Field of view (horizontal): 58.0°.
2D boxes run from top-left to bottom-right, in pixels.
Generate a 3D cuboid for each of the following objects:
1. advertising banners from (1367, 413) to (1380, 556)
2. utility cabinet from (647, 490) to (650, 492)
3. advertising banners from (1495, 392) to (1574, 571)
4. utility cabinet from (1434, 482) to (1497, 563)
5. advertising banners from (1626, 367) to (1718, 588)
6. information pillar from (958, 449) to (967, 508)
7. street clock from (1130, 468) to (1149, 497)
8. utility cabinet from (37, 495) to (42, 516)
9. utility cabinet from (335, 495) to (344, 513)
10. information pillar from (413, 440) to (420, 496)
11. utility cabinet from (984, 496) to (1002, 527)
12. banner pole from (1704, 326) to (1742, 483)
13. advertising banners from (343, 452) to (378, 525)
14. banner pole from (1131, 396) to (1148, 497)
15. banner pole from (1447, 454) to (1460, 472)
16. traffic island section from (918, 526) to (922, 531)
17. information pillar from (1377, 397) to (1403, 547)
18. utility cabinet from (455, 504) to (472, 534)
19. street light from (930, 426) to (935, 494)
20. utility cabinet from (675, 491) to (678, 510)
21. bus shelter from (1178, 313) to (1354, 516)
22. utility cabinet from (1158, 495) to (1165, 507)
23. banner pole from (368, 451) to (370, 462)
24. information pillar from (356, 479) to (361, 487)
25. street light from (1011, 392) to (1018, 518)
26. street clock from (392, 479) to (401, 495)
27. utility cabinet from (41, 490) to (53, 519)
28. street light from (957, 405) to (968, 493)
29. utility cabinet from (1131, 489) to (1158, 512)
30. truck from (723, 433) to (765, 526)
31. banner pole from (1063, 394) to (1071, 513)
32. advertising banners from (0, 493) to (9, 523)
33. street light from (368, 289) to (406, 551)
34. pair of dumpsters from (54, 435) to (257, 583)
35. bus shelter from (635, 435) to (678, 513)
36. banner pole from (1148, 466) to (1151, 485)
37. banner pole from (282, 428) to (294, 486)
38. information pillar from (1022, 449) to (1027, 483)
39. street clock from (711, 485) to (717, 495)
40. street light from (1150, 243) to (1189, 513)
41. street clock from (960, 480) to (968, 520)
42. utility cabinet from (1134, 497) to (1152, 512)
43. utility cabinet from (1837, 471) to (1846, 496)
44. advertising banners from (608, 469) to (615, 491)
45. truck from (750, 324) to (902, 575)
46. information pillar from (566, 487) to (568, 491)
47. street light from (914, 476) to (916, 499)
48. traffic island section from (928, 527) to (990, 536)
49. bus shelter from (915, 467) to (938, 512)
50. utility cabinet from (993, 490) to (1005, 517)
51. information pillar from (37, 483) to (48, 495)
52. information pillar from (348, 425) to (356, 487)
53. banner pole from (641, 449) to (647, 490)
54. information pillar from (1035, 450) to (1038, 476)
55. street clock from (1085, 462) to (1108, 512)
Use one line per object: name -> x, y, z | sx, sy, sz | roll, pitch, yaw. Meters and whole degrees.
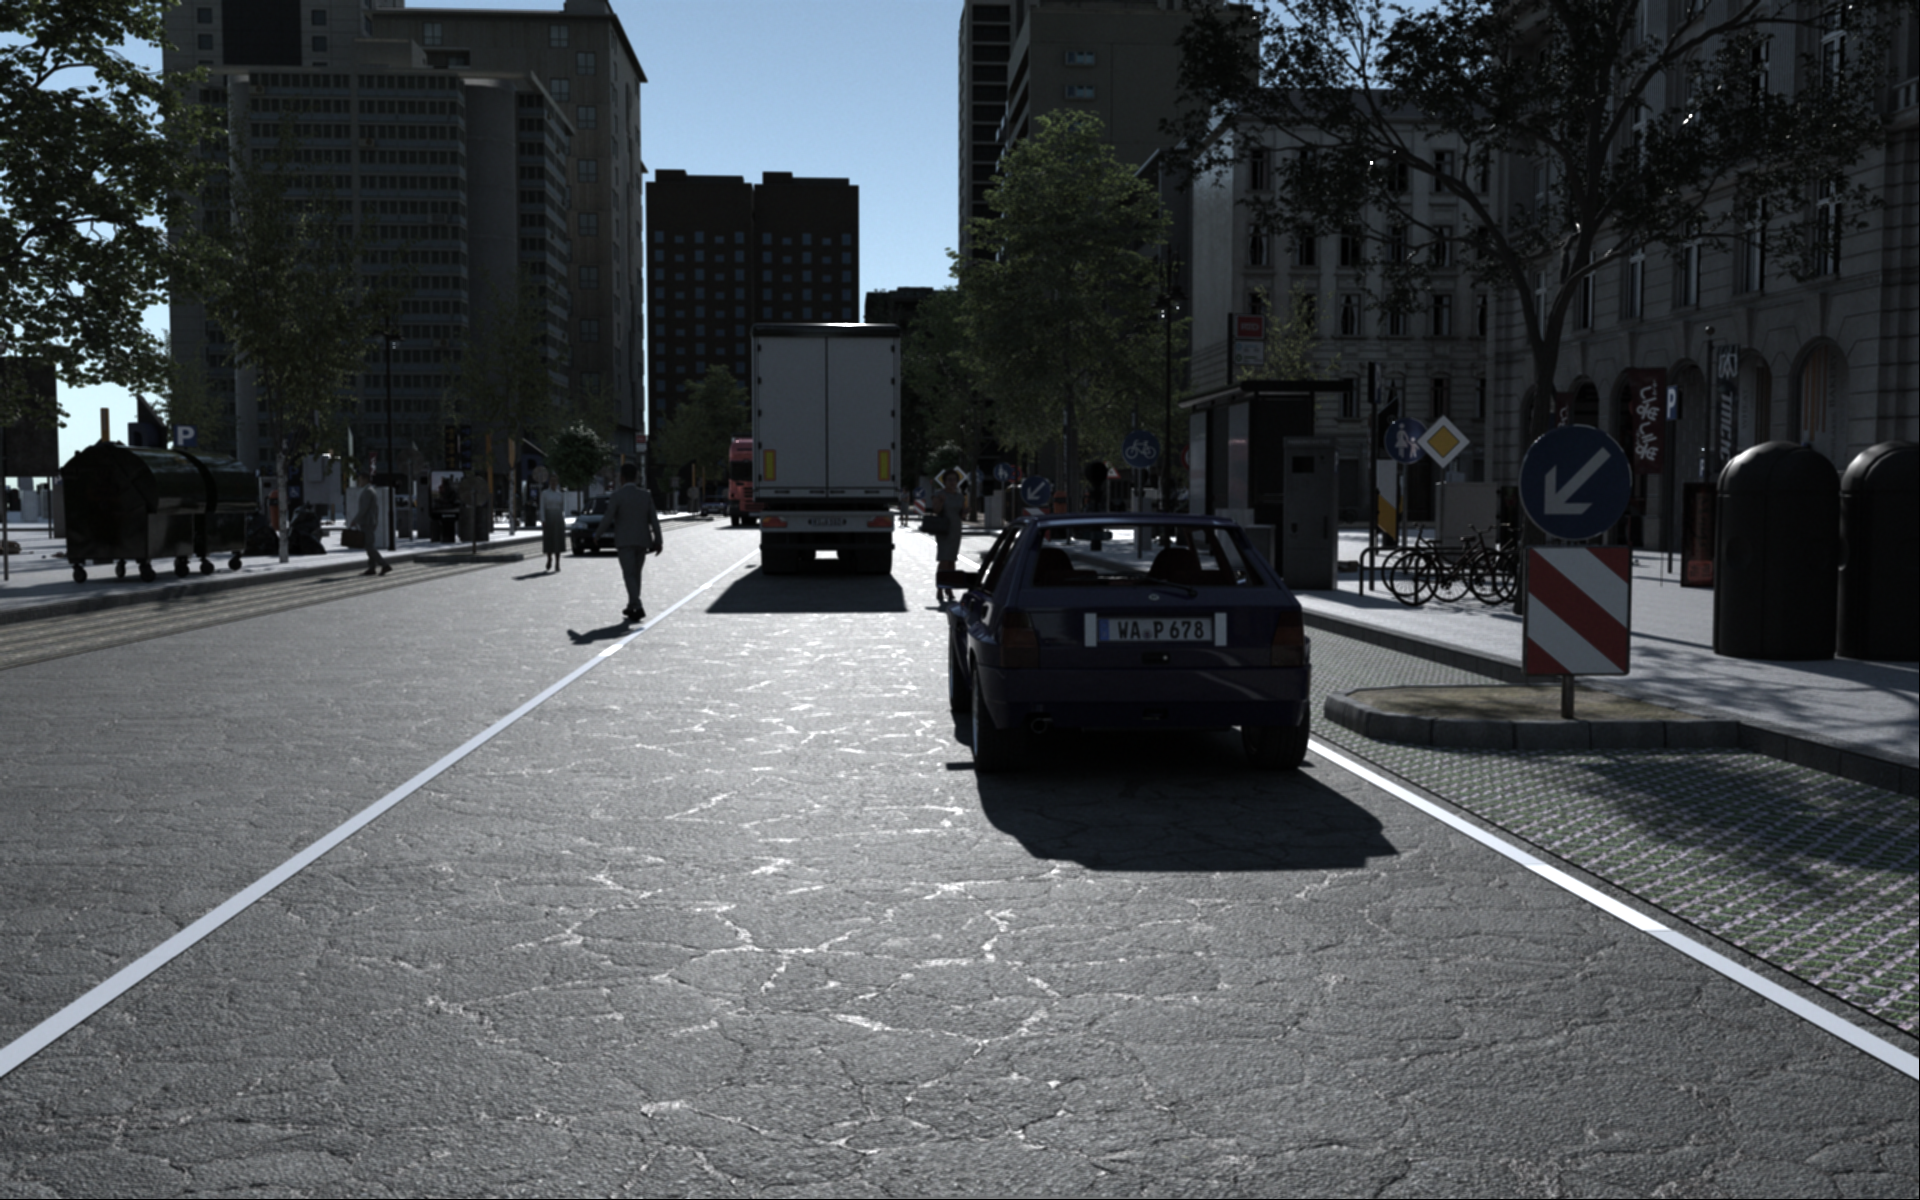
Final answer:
advertising banners -> 8.798, -2.490, 36.898 | 0.090, 3.025, 2.074 | 0, 4, 8
utility cabinet -> -18.148, -5.466, 98.053 | 1.173, 1.500, 0.318 | 0, 4, 6
advertising banners -> 9.744, -2.025, 29.292 | 2.074, 3.025, 0.090 | -3, 4, -37
utility cabinet -> 9.391, -1.437, 32.180 | 1.173, 1.500, 0.318 | -1, 4, -22
advertising banners -> 10.209, -1.685, 23.744 | 2.074, 3.025, 0.090 | 1, 4, 21
information pillar -> 0.130, -6.004, 89.521 | 0.504, 3.616, 0.183 | -1, 4, -18
street clock -> 4.789, -2.547, 46.214 | 0.471, 2.002, 0.358 | 1, 4, 14
utility cabinet -> -53.215, -5.422, 99.812 | 1.020, 1.237, 0.306 | 2, 4, 31
utility cabinet -> -42.050, -6.526, 117.854 | 1.020, 1.237, 0.306 | 1, 4, 17
information pillar -> -23.412, -5.094, 74.634 | 0.183, 3.616, 0.504 | -3, 5, -45
utility cabinet -> 1.294, -3.482, 68.089 | 0.306, 1.237, 1.020 | 2, 4, 27
banner pole -> 11.274, -2.186, 25.762 | 0.401, 3.779, 0.863 | -1, 4, -17
advertising banners -> -24.492, -4.567, 70.850 | 0.090, 3.025, 2.074 | 1, 4, 22
banner pole -> 4.475, -3.331, 44.483 | 0.401, 3.779, 0.863 | 0, 4, -5
banner pole -> 22.511, -5.456, 79.220 | 0.863, 3.779, 0.401 | -1, 4, -21
traffic island section -> -0.618, -2.821, 68.409 | 2.009, 0.180, 2.903 | 0, 4, -4
information pillar -> 10.275, -3.075, 41.639 | 0.504, 3.616, 0.183 | 0, 4, -7
utility cabinet -> -15.941, -2.757, 56.238 | 1.020, 1.237, 0.306 | 0, 4, -2
street light -> -1.790, -8.712, 115.227 | 0.468, 5.910, 1.993 | 0, 4, -4
utility cabinet -> -21.873, -7.703, 134.627 | 0.318, 1.500, 1.173 | -2, 4, -31
bus shelter -> 5.913, -3.578, 36.137 | 2.179, 5.291, 8.768 | 0, 4, -4
utility cabinet -> 10.118, -4.740, 88.658 | 0.306, 1.237, 1.020 | -3, 4, -38
banner pole -> -34.439, -6.815, 101.444 | 0.401, 3.779, 0.863 | 1, 4, 12
information pillar -> -27.278, -4.545, 78.810 | 0.304, 2.012, 0.304 | 2, 4, 35
street light -> 1.950, -5.327, 59.879 | 0.468, 5.910, 1.993 | 0, 4, -4
street clock -> -27.842, -4.953, 85.551 | 0.471, 2.002, 0.358 | -1, 4, -12
utility cabinet -> -46.836, -4.949, 89.595 | 1.173, 1.500, 0.318 | -3, 4, -38
street light -> 0.117, -7.026, 87.656 | 0.468, 5.910, 1.993 | 0, 4, -4
utility cabinet -> 7.600, -3.831, 71.314 | 1.173, 1.500, 0.318 | 3, 5, 44
truck -> -9.291, -5.653, 81.337 | 2.839, 4.237, 11.283 | 0, 4, -3
banner pole -> 2.681, -3.277, 43.591 | 0.401, 3.779, 0.863 | -1, 4, -9
advertising banners -> -43.259, -4.916, 76.559 | 2.074, 3.025, 0.090 | -2, 4, -25
street light -> -12.892, -4.057, 39.116 | 0.468, 5.910, 1.993 | 0, 4, -4
pair of dumpsters -> -12.430, -1.497, 26.962 | 1.574, 2.255, 4.437 | 0, 4, -4
bus shelter -> -21.107, -8.728, 120.342 | 2.179, 5.291, 8.768 | 0, 4, -4
banner pole -> 6.523, -4.335, 60.892 | 0.401, 3.779, 0.863 | -1, 4, -19
banner pole -> -25.638, -4.657, 66.155 | 0.863, 3.779, 0.401 | 0, 4, 6
information pillar -> 3.327, -5.996, 89.382 | 0.183, 3.616, 0.504 | -1, 4, -21
street clock -> -20.098, -8.374, 141.476 | 0.358, 2.002, 0.471 | 2, 4, 29
street light -> 3.861, -3.628, 32.111 | 0.468, 5.910, 1.993 | 0, 4, -4
street clock -> 0.170, -4.944, 85.402 | 0.358, 2.002, 0.471 | 2, 4, 28
utility cabinet -> 4.201, -1.748, 39.740 | 0.306, 1.237, 1.020 | 0, 4, -2
utility cabinet -> 8.161, -0.513, 17.062 | 0.318, 1.500, 1.173 | -1, 4, -17
advertising banners -> -18.161, -5.955, 93.549 | 2.074, 3.025, 0.090 | 0, 4, 7
truck -> -2.652, -2.770, 34.196 | 2.839, 4.237, 11.283 | 0, 4, -5
information pillar -> -24.904, -7.236, 109.669 | 0.183, 3.616, 0.504 | -1, 4, -17
street light -> -3.707, -10.364, 142.233 | 0.468, 5.910, 1.993 | 0, 4, -4
traffic island section -> -0.075, -2.334, 60.443 | 2.009, 0.180, 2.903 | 0, 4, -4
bus shelter -> -2.068, -7.916, 123.356 | 2.014, 3.302, 5.546 | 0, 4, -4
utility cabinet -> 2.409, -5.242, 94.381 | 1.173, 1.500, 0.318 | 0, 4, 4
information pillar -> -63.204, -7.025, 119.348 | 0.304, 2.012, 0.304 | -2, 4, -32
information pillar -> -20.638, -4.128, 58.854 | 0.183, 3.616, 0.504 | -3, 4, -36
banner pole -> -17.601, -6.520, 96.614 | 0.401, 3.779, 0.863 | -3, 4, -36
information pillar -> 4.105, -6.226, 93.145 | 0.183, 3.616, 0.504 | 1, 4, 9
street clock -> 3.085, -2.118, 39.206 | 0.471, 2.002, 0.358 | -2, 4, -24
